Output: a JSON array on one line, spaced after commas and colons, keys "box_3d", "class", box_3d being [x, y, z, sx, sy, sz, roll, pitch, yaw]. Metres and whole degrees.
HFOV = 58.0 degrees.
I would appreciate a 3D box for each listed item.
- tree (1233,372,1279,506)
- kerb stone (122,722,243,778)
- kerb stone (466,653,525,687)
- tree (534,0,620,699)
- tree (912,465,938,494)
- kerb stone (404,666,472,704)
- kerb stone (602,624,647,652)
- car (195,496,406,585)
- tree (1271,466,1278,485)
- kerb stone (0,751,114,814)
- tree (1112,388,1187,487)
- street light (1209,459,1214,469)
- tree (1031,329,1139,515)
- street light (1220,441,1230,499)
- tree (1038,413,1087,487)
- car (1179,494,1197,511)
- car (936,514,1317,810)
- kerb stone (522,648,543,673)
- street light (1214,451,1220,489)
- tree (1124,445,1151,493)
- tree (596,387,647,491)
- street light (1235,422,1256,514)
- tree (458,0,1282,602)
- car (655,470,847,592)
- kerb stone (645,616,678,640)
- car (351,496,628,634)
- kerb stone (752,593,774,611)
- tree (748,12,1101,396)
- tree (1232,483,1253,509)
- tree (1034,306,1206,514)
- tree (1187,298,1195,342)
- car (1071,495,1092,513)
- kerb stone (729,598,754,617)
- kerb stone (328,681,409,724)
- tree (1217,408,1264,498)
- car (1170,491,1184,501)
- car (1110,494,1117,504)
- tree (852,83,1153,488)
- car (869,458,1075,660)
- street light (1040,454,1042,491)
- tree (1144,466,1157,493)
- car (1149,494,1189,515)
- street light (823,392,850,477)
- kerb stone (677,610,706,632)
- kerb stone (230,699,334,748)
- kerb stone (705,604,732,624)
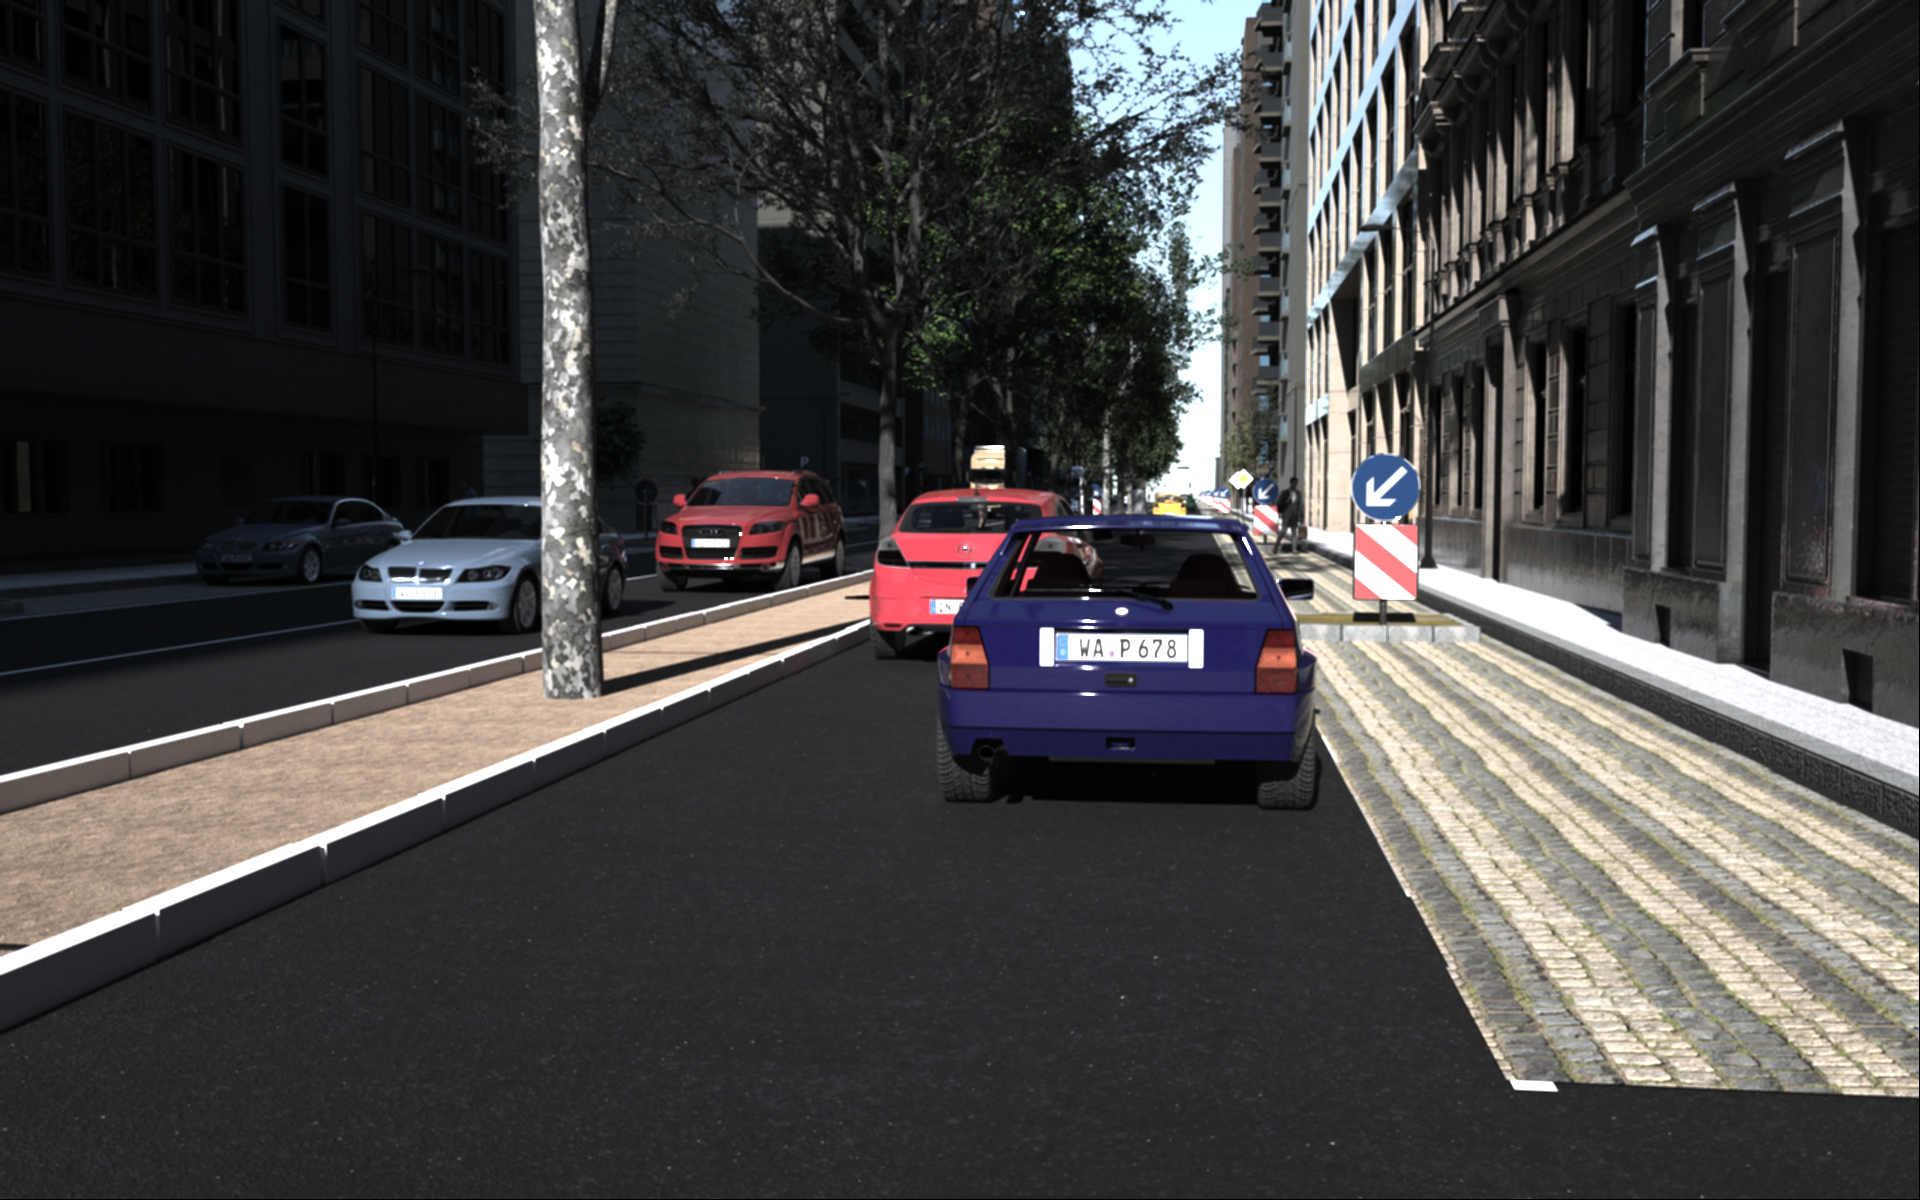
[{"box_3d": [18.417, -9.486, 105.461, 4.360, 8.622, 3.978, 0, 3, 0], "class": "tree"}, {"box_3d": [-4.139, 0.799, 9.163, 0.120, 0.150, 1.000, 0, 4, 8], "class": "kerb stone"}, {"box_3d": [-3.596, 0.548, 13.237, 0.120, 0.150, 1.000, 0, 4, 8], "class": "kerb stone"}, {"box_3d": [-1.635, -9.312, 10.600, 12.611, 20.169, 13.585, 0, 3, 0], "class": "tree"}, {"box_3d": [-2.192, -7.393, 115.480, 1.663, 3.219, 1.824, 0, 3, 0], "class": "tree"}, {"box_3d": [-3.724, 0.610, 12.219, 0.120, 0.150, 1.000, 0, 4, 8], "class": "kerb stone"}, {"box_3d": [-3.182, 0.364, 16.293, 0.120, 0.150, 1.000, 0, 4, 8], "class": "kerb stone"}, {"box_3d": [-10.819, -1.024, 28.741, 2.014, 1.417, 4.499, 0, 4, 8], "class": "car"}, {"box_3d": [19.097, -6.548, 101.669, 1.663, 3.219, 1.824, 0, 3, 0], "class": "tree"}, {"box_3d": [-4.269, 0.859, 8.149, 0.120, 0.150, 1.000, 0, 4, 8], "class": "kerb stone"}, {"box_3d": [15.595, -13.975, 149.068, 7.486, 12.596, 7.792, 0, 3, 0], "class": "tree"}, {"box_3d": [33.818, -15.575, 227.193, 1.470, 5.913, 1.316, 0, 4, 8], "class": "street light"}, {"box_3d": [4.707, -6.952, 66.480, 4.360, 8.622, 3.978, 0, 3, 0], "class": "tree"}, {"box_3d": [23.703, -10.934, 151.305, 1.470, 5.913, 1.316, 0, 4, 8], "class": "street light"}, {"box_3d": [13.375, -19.002, 228.815, 7.486, 12.596, 7.792, 0, 3, 0], "class": "tree"}, {"box_3d": [18.833, -8.169, 145.353, 2.131, 1.459, 4.920, 0, 4, 8], "class": "car"}, {"box_3d": [0.938, 0.202, 9.284, 1.945, 1.354, 3.894, 0, 4, 8], "class": "car"}, {"box_3d": [-3.454, 0.486, 14.252, 0.120, 0.150, 1.000, 0, 4, 8], "class": "kerb stone"}, {"box_3d": [28.705, -13.199, 188.338, 1.470, 5.913, 1.316, 0, 4, 8], "class": "street light"}, {"box_3d": [14.877, -11.621, 142.815, 4.737, 8.622, 4.395, 0, 3, 0], "class": "tree"}, {"box_3d": [-11.094, -4.207, 52.497, 4.285, 4.588, 4.351, 0, 3, 0], "class": "tree"}, {"box_3d": [18.515, -8.524, 111.903, 1.470, 5.913, 1.316, 0, 4, 8], "class": "street light"}, {"box_3d": [-0.979, -6.751, 23.212, 12.009, 13.543, 11.850, 0, 3, 0], "class": "tree"}, {"box_3d": [-3.150, -1.118, 26.954, 2.281, 1.827, 5.304, 0, 4, 8], "class": "car"}, {"box_3d": [-3.045, 0.299, 17.311, 0.120, 0.150, 1.000, 0, 4, 8], "class": "kerb stone"}, {"box_3d": [-5.088, -0.447, 19.316, 2.014, 1.417, 4.499, 0, 4, 7], "class": "car"}, {"box_3d": [-2.509, 0.053, 21.376, 0.120, 0.150, 1.000, 0, 4, 8], "class": "kerb stone"}, {"box_3d": [-0.174, -5.890, 33.169, 8.767, 10.594, 7.601, 0, 4, 8], "class": "tree"}, {"box_3d": [25.150, -9.750, 154.009, 1.663, 3.219, 1.824, 0, 3, 0], "class": "tree"}, {"box_3d": [9.239, -11.003, 99.358, 9.611, 12.733, 9.660, 0, 3, 0], "class": "tree"}, {"box_3d": [2.632, -6.983, 51.047, 8.767, 10.594, 7.601, 0, 4, 8], "class": "tree"}, {"box_3d": [9.506, -7.386, 132.766, 2.014, 1.417, 4.499, 1, 4, 8], "class": "car"}, {"box_3d": [-2.639, 0.112, 20.362, 0.120, 0.150, 1.000, 0, 4, 8], "class": "kerb stone"}, {"box_3d": [-3.861, 0.673, 11.199, 0.120, 0.150, 1.000, 0, 4, 8], "class": "kerb stone"}, {"box_3d": [23.873, -11.964, 145.979, 4.737, 8.622, 4.395, 0, 3, 0], "class": "tree"}, {"box_3d": [15.841, -7.337, 130.183, 2.015, 1.641, 3.980, 0, 4, 8], "class": "car"}, {"box_3d": [22.452, -14.856, 254.890, 2.014, 1.417, 4.499, 0, 4, 7], "class": "car"}, {"box_3d": [1.161, -6.977, 42.284, 9.928, 11.665, 9.643, 0, 3, 0], "class": "tree"}, {"box_3d": [0.353, -0.447, 16.346, 2.155, 1.783, 4.494, 1, 4, 8], "class": "car"}, {"box_3d": [9.598, -13.588, 194.711, 1.470, 5.913, 1.316, 0, 4, 8], "class": "street light"}, {"box_3d": [9.890, -9.401, 106.531, 4.360, 8.622, 3.978, 0, 3, 0], "class": "tree"}, {"box_3d": [10.747, -4.817, 88.979, 2.015, 1.641, 3.980, 0, 4, 6], "class": "car"}, {"box_3d": [-5.696, -6.531, 79.326, 1.470, 5.913, 1.316, 0, 4, 8], "class": "street light"}, {"box_3d": [-2.913, 0.237, 18.327, 0.120, 0.150, 1.000, 0, 4, 8], "class": "kerb stone"}, {"box_3d": [-4.000, 0.735, 10.186, 0.120, 0.150, 1.000, 0, 4, 8], "class": "kerb stone"}, {"box_3d": [-2.768, 0.178, 19.348, 0.120, 0.150, 1.000, 0, 4, 8], "class": "kerb stone"}]
